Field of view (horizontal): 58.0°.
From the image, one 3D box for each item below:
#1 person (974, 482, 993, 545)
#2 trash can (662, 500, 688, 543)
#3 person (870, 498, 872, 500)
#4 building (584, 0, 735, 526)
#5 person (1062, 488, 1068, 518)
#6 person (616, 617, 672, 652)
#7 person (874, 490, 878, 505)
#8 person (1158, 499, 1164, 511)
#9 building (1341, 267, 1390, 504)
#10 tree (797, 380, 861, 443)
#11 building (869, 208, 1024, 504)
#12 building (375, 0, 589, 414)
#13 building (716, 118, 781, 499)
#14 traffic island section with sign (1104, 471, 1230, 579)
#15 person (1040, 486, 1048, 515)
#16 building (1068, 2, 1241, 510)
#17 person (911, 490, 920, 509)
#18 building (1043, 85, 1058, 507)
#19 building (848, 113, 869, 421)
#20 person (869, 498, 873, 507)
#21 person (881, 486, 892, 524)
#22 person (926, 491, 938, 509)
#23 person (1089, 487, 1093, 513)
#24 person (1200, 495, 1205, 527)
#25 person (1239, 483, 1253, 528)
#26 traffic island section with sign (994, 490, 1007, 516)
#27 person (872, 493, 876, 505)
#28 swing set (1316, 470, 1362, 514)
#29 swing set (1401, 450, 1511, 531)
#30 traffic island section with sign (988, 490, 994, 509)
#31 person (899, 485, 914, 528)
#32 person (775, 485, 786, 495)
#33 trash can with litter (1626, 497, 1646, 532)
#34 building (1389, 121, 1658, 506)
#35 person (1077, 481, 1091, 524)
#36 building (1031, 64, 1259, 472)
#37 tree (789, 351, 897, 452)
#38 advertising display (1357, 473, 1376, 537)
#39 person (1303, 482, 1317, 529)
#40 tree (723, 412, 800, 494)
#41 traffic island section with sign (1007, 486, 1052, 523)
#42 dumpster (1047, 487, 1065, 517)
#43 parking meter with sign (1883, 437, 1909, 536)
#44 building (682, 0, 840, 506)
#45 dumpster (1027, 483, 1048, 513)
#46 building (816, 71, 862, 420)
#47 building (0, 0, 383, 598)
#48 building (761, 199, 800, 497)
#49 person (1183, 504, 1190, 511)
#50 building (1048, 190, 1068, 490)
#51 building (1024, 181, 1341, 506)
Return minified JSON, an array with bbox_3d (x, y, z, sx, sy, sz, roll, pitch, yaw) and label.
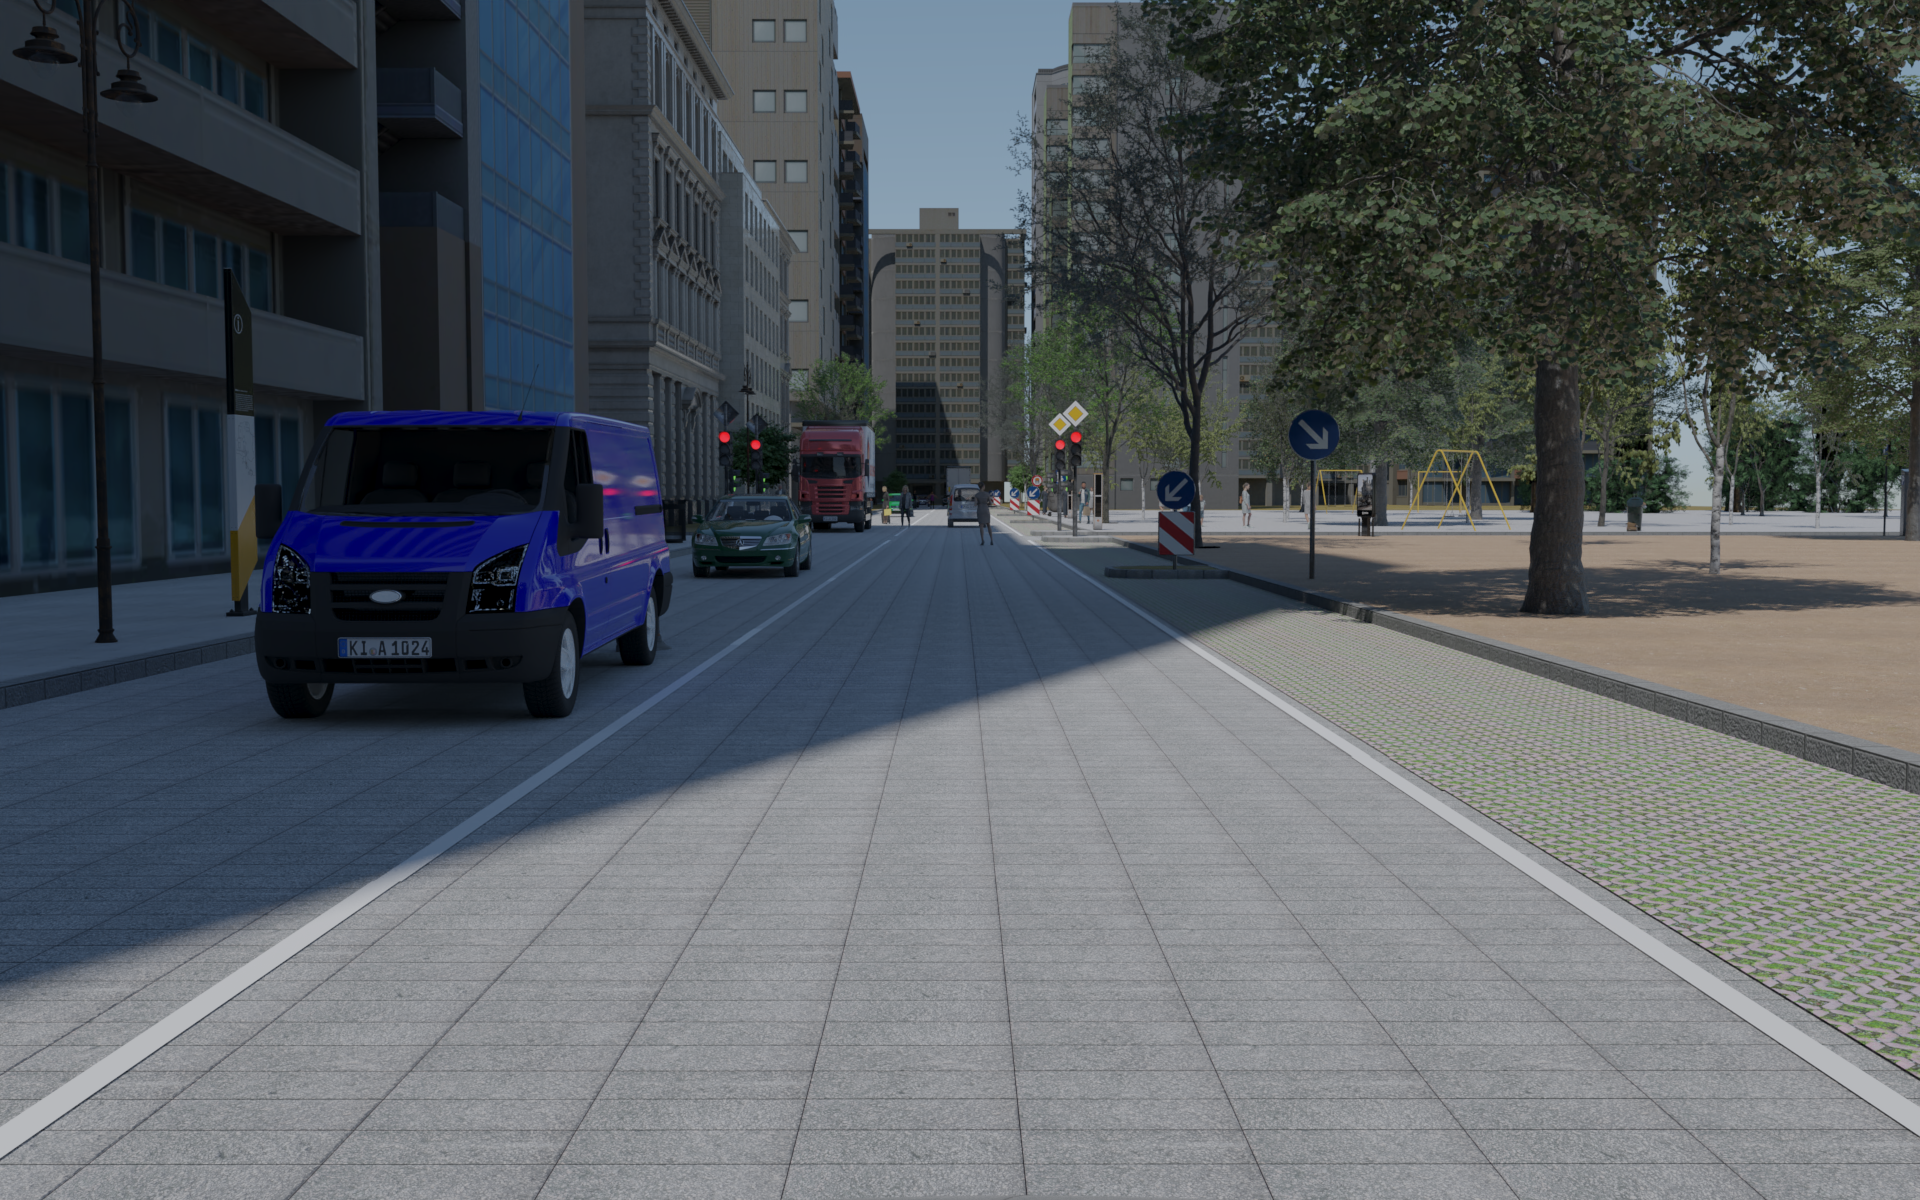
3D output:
[{"bbox_3d":[0.661,-2.415,48.326,0.599,1.781,0.374,-1,4,-13],"label":"person"},{"bbox_3d":[-7.473,-2.057,45.291,0.748,1.137,0.748,0,3,0],"label":"trash can"},{"bbox_3d":[-7.411,-8.009,137.539,0.990,1.755,0.434,3,4,38],"label":"person"},{"bbox_3d":[-16.123,-14.876,72.097,11.050,23.489,19.941,0,3,0],"label":"building"},{"bbox_3d":[5.681,-5.317,93.397,0.534,1.772,0.576,3,5,42],"label":"person"},{"bbox_3d":[-2.992,-0.441,15.899,0.537,1.800,0.526,2,4,30],"label":"person"},{"bbox_3d":[-9.835,-11.859,200.483,0.434,1.755,0.990,-2,4,-32],"label":"person"},{"bbox_3d":[12.066,-5.889,103.078,0.466,1.731,0.760,-1,4,-16],"label":"person"},{"bbox_3d":[50.088,-33.336,236.928,23.993,40.220,32.217,0,3,0],"label":"building"},{"bbox_3d":[-8.271,-9.821,110.930,4.360,8.622,3.978,0,3,0],"label":"tree"},{"bbox_3d":[-2.915,-33.398,237.945,23.993,40.220,32.217,0,3,0],"label":"building"},{"bbox_3d":[-17.719,-23.942,41.570,14.200,45.320,14.600,0,3,0],"label":"building"},{"bbox_3d":[-15.462,-14.423,90.560,10.420,20.320,16.860,0,3,0],"label":"building"},{"bbox_3d":[3.532,-1.305,29.962,1.989,1.847,2.006,0,3,0],"label":"traffic island section with sign"},{"bbox_3d":[5.129,-6.051,105.401,0.534,1.772,0.576,2,4,31],"label":"person"},{"bbox_3d":[16.118,-28.427,148.378,14.154,41.232,14.086,0,3,0],"label":"building"},{"bbox_3d":[-4.421,-9.886,170.144,0.705,1.822,1.348,3,5,42],"label":"person"},{"bbox_3d":[15.419,-30.151,176.571,14.154,41.232,14.086,0,3,0],"label":"building"},{"bbox_3d":[-17.944,-33.629,199.939,14.200,45.320,14.600,0,3,0],"label":"building"},{"bbox_3d":[-9.015,-10.365,176.248,0.721,1.736,1.217,2,4,27],"label":"person"},{"bbox_3d":[-3.514,-4.532,82.810,0.699,1.804,1.509,0,4,8],"label":"person"},{"bbox_3d":[-2.580,-9.309,161.382,1.217,1.739,0.721,-1,4,-9],"label":"person"},{"bbox_3d":[8.760,-6.680,115.831,0.480,1.755,0.524,2,4,26],"label":"person"},{"bbox_3d":[9.509,-3.512,68.150,0.332,1.250,0.352,1,4,14],"label":"person"},{"bbox_3d":[10.770,-3.558,65.215,0.522,1.701,0.512,1,4,14],"label":"person"},{"bbox_3d":[3.407,-6.350,112.447,1.989,1.847,2.006,0,3,0],"label":"traffic island section with sign"},{"bbox_3d":[-9.926,-11.728,199.257,0.593,1.643,0.415,2,4,28],"label":"person"},{"bbox_3d":[24.708,-7.061,113.064,3.119,2.851,2.862,-1,4,-9],"label":"swing set"},{"bbox_3d":[17.864,-3.942,62.071,2.862,2.851,3.119,3,5,42],"label":"swing set"},{"bbox_3d":[3.332,-9.378,161.950,1.989,1.847,2.006,0,3,0],"label":"traffic island section with sign"},{"bbox_3d":[-2.199,-3.884,72.187,0.709,1.800,0.728,1,4,22],"label":"person"},{"bbox_3d":[-9.340,-5.129,90.294,0.661,1.777,0.834,-1,4,-15],"label":"person"},{"bbox_3d":[23.269,-2.951,59.644,0.624,1.170,1.055,2,4,26],"label":"trash can with litter"},{"bbox_3d":[64.377,-33.161,196.812,28.867,44.769,22.147,0,3,0],"label":"building"},{"bbox_3d":[5.329,-4.155,73.961,0.713,1.824,0.794,-3,5,-42],"label":"person"},{"bbox_3d":[23.992,-42.200,231.974,28.212,58.520,21.231,0,3,0],"label":"building"},{"bbox_3d":[-8.586,-12.322,127.226,9.928,11.665,9.643,0,3,0],"label":"tree"},{"bbox_3d":[12.270,-2.880,52.298,0.123,1.923,0.974,-1,4,-15],"label":"advertising display"},{"bbox_3d":[12.710,-3.431,62.885,0.466,1.731,0.760,0,4,1],"label":"person"},{"bbox_3d":[-7.910,-5.222,69.088,4.285,4.588,4.351,0,3,0],"label":"tree"},{"bbox_3d":[3.452,-4.659,84.810,1.989,1.847,2.006,0,3,0],"label":"traffic island section with sign"},{"bbox_3d":[5.646,-5.721,99.301,1.264,1.857,1.865,0,3,0],"label":"dumpster"},{"bbox_3d":[29.170,-3.462,52.871,1.738,3.016,0.543,1,4,14],"label":"parking meter with sign"},{"bbox_3d":[-24.497,-34.189,148.224,28.713,52.752,27.495,0,3,0],"label":"building"},{"bbox_3d":[5.428,-7.223,120.590,1.502,2.255,1.985,0,3,0],"label":"dumpster"},{"bbox_3d":[-21.509,-31.949,176.992,22.147,44.769,28.867,0,3,0],"label":"building"},{"bbox_3d":[-21.534,-24.294,20.909,21.300,48.544,21.600,0,3,0],"label":"building"},{"bbox_3d":[-16.847,-16.738,109.817,11.583,22.565,21.152,0,3,0],"label":"building"},{"bbox_3d":[8.760,-3.686,66.579,0.793,1.790,0.793,0,4,4],"label":"person"},{"bbox_3d":[15.258,-23.922,162.829,14.160,30.474,14.107,0,3,0],"label":"building"},{"bbox_3d":[24.152,-30.810,195.618,32.217,40.220,23.993,0,3,0],"label":"building"}]
